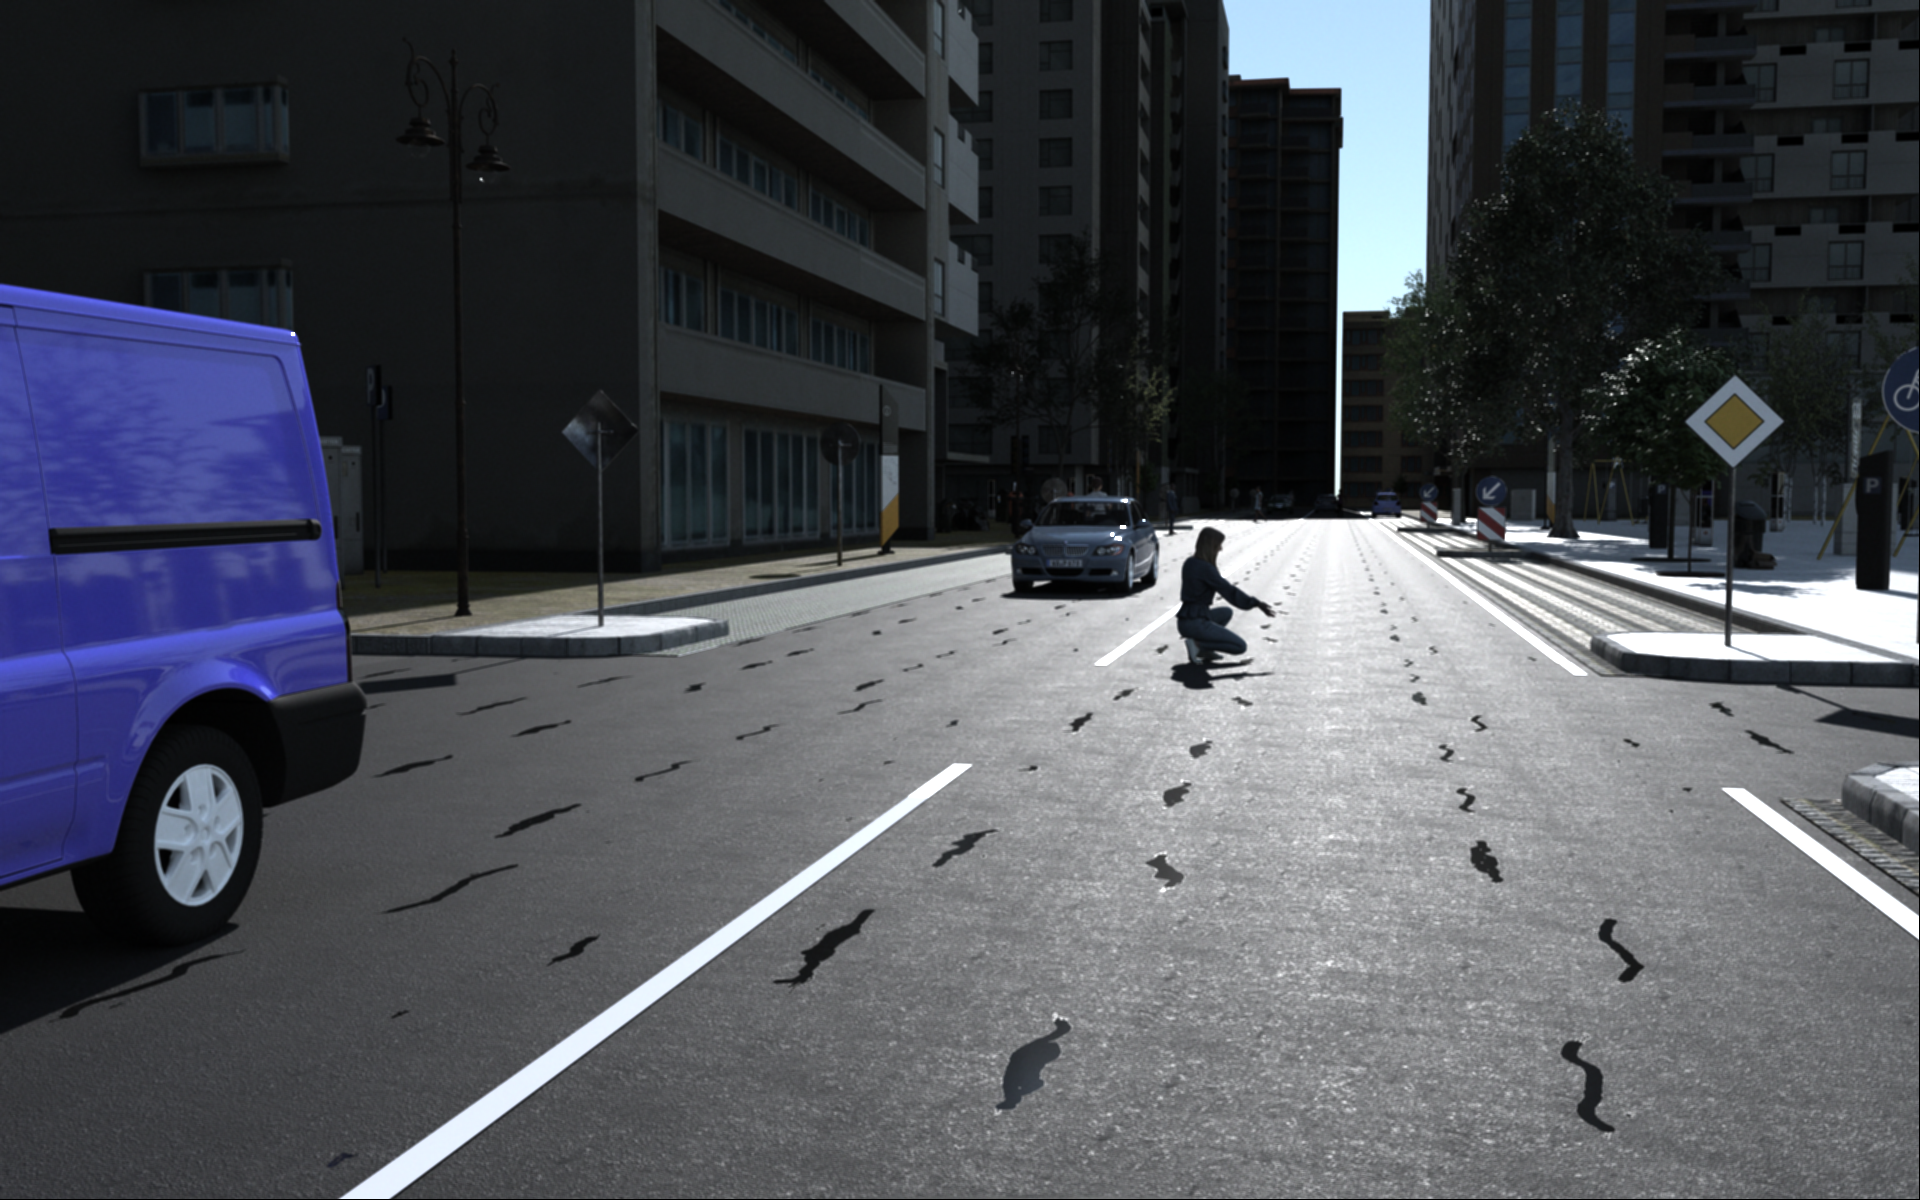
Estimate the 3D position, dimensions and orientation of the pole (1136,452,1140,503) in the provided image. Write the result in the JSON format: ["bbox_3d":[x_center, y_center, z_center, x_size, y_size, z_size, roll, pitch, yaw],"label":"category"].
[{"bbox_3d":[8.571,-5.480,83.436,0.158,3.312,0.155,0,3,0],"label":"pole"}]

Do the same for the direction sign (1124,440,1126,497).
[{"bbox_3d":[6.984,-4.978,73.387,0.379,3.537,0.876,0,4,2],"label":"direction sign"}]

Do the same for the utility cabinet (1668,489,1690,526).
[{"bbox_3d":[28.477,-3.693,69.057,1.173,1.500,0.318,1,4,18],"label":"utility cabinet"}]

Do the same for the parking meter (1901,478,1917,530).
[{"bbox_3d":[35.549,-3.613,64.784,0.399,1.863,0.255,1,4,18],"label":"parking meter"}]

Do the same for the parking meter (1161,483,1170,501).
[{"bbox_3d":[10.702,-5.176,90.335,0.399,1.863,0.255,3,4,38],"label":"parking meter"}]

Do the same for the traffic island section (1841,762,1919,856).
[{"bbox_3d":[4.807,0.945,6.829,2.009,0.180,2.903,1,4,12],"label":"traffic island section"}]

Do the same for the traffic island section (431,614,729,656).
[{"bbox_3d":[-3.503,0.335,16.805,2.009,0.180,2.903,1,4,12],"label":"traffic island section"}]

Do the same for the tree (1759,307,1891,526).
[{"bbox_3d":[34.535,-7.227,68.525,4.360,8.622,3.978,0,3,0],"label":"tree"}]

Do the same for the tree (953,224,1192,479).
[{"bbox_3d":[3.533,-7.701,60.318,8.767,10.594,7.601,-3,4,-36],"label":"tree"}]

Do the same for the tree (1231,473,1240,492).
[{"bbox_3d":[24.813,-9.889,156.280,1.663,3.219,1.824,0,3,0],"label":"tree"}]

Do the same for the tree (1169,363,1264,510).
[{"bbox_3d":[20.329,-12.910,136.826,9.928,11.665,9.643,0,3,0],"label":"tree"}]

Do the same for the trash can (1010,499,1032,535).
[{"bbox_3d":[1.921,-2.613,54.379,0.748,1.137,0.748,0,3,0],"label":"trash can"}]

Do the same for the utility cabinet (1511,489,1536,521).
[{"bbox_3d":[26.898,-4.530,82.746,0.318,1.500,1.173,-3,4,-37],"label":"utility cabinet"}]

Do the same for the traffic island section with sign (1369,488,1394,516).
[{"bbox_3d":[28.145,-6.449,114.069,1.989,1.847,2.006,1,4,12],"label":"traffic island section with sign"}]

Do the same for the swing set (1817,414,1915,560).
[{"bbox_3d":[18.876,-2.198,33.560,3.119,2.851,2.862,-2,4,-34],"label":"swing set"}]

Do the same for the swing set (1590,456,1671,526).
[{"bbox_3d":[28.348,-4.527,71.637,3.119,2.851,2.862,-1,4,-8],"label":"swing set"}]

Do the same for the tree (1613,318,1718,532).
[{"bbox_3d":[23.468,-6.607,58.394,4.360,8.622,3.978,0,3,0],"label":"tree"}]

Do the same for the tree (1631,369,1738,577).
[{"bbox_3d":[11.331,-1.990,27.146,1.663,3.219,1.824,0,3,0],"label":"tree"}]

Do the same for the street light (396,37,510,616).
[{"bbox_3d":[-5.254,-2.774,18.149,0.468,5.910,1.993,1,4,12],"label":"street light"}]

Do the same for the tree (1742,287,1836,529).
[{"bbox_3d":[30.065,-6.874,62.751,4.737,8.622,4.395,0,3,0],"label":"tree"}]

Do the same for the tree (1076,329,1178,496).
[{"bbox_3d":[7.293,-7.743,76.953,4.360,8.622,3.978,0,3,0],"label":"tree"}]

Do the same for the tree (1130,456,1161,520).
[{"bbox_3d":[9.304,-5.669,87.289,1.663,3.219,1.824,0,3,0],"label":"tree"}]

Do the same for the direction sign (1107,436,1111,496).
[{"bbox_3d":[5.851,-4.649,68.003,0.379,3.537,0.876,1,4,14],"label":"direction sign"}]

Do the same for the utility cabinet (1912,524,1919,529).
[{"bbox_3d":[34.687,-3.258,61.952,1.173,1.500,0.318,2,4,26],"label":"utility cabinet"}]

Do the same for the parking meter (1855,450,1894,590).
[{"bbox_3d":[12.277,-1.075,23.281,0.255,1.863,0.399,-3,5,-44],"label":"parking meter"}]

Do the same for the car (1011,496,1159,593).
[{"bbox_3d":[2.017,-0.906,26.814,2.014,1.417,4.499,1,4,14],"label":"car"}]

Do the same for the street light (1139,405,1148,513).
[{"bbox_3d":[8.732,-6.666,81.782,0.468,5.910,1.993,1,4,12],"label":"street light"}]

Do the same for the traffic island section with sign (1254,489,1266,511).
[{"bbox_3d":[24.247,-8.209,142.840,1.989,1.847,2.006,1,4,12],"label":"traffic island section with sign"}]

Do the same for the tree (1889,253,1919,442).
[{"bbox_3d":[28.851,-6.168,51.208,4.737,8.622,4.395,0,3,0],"label":"tree"}]

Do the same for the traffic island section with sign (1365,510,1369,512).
[{"bbox_3d":[33.934,-8.079,140.726,1.989,1.847,2.006,1,4,12],"label":"traffic island section with sign"}]

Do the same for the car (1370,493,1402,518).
[{"bbox_3d":[26.182,-5.919,106.363,1.945,1.707,3.694,1,4,12],"label":"car"}]

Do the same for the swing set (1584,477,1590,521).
[{"bbox_3d":[30.516,-5.036,79.959,3.119,2.851,2.862,0,4,7],"label":"swing set"}]

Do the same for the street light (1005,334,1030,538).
[{"bbox_3d":[1.667,-4.721,49.981,0.468,5.910,1.993,1,4,12],"label":"street light"}]

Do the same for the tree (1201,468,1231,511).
[{"bbox_3d":[19.056,-8.298,130.273,1.663,3.219,1.824,0,3,0],"label":"tree"}]

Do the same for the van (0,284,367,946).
[{"bbox_3d":[-3.647,0.018,4.086,2.240,2.365,5.245,1,4,11],"label":"van"}]

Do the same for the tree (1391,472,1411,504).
[{"bbox_3d":[37.161,-9.235,145.586,1.663,3.219,1.824,0,3,0],"label":"tree"}]

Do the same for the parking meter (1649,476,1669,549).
[{"bbox_3d":[16.443,-2.144,40.772,0.399,1.863,0.255,0,4,3],"label":"parking meter"}]

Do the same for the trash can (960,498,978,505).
[{"bbox_3d":[0.356,-3.371,66.763,0.748,1.137,0.748,0,3,0],"label":"trash can"}]

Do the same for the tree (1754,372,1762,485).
[{"bbox_3d":[36.444,-7.552,73.842,4.360,8.622,3.978,0,3,0],"label":"tree"}]

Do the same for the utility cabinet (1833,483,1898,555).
[{"bbox_3d":[18.937,-1.685,36.235,1.173,1.500,0.318,0,4,-3],"label":"utility cabinet"}]

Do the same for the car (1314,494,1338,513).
[{"bbox_3d":[27.698,-7.266,130.800,2.014,1.417,4.499,1,4,13],"label":"car"}]

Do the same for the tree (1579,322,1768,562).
[{"bbox_3d":[13.701,-3.021,33.105,4.285,4.588,4.351,0,3,0],"label":"tree"}]

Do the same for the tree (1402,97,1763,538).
[{"bbox_3d":[17.815,-8.160,50.431,9.611,12.733,9.660,0,3,0],"label":"tree"}]

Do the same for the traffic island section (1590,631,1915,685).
[{"bbox_3d":[6.504,0.468,14.632,2.009,0.180,2.903,1,4,12],"label":"traffic island section"}]

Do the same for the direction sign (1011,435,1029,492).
[{"bbox_3d":[2.319,-4.590,67.051,0.876,3.537,0.379,3,5,40],"label":"direction sign"}]

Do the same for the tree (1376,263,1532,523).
[{"bbox_3d":[22.444,-9.268,77.280,9.928,11.665,9.643,0,3,0],"label":"tree"}]

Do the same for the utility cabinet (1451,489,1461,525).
[{"bbox_3d":[20.307,-3.807,70.931,0.318,1.500,1.173,1,4,12],"label":"utility cabinet"}]

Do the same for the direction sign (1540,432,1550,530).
[{"bbox_3d":[21.144,-4.312,62.491,0.379,3.537,0.876,2,4,24],"label":"direction sign"}]

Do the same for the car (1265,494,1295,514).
[{"bbox_3d":[23.003,-6.883,124.335,2.131,1.459,4.920,1,4,12],"label":"car"}]
